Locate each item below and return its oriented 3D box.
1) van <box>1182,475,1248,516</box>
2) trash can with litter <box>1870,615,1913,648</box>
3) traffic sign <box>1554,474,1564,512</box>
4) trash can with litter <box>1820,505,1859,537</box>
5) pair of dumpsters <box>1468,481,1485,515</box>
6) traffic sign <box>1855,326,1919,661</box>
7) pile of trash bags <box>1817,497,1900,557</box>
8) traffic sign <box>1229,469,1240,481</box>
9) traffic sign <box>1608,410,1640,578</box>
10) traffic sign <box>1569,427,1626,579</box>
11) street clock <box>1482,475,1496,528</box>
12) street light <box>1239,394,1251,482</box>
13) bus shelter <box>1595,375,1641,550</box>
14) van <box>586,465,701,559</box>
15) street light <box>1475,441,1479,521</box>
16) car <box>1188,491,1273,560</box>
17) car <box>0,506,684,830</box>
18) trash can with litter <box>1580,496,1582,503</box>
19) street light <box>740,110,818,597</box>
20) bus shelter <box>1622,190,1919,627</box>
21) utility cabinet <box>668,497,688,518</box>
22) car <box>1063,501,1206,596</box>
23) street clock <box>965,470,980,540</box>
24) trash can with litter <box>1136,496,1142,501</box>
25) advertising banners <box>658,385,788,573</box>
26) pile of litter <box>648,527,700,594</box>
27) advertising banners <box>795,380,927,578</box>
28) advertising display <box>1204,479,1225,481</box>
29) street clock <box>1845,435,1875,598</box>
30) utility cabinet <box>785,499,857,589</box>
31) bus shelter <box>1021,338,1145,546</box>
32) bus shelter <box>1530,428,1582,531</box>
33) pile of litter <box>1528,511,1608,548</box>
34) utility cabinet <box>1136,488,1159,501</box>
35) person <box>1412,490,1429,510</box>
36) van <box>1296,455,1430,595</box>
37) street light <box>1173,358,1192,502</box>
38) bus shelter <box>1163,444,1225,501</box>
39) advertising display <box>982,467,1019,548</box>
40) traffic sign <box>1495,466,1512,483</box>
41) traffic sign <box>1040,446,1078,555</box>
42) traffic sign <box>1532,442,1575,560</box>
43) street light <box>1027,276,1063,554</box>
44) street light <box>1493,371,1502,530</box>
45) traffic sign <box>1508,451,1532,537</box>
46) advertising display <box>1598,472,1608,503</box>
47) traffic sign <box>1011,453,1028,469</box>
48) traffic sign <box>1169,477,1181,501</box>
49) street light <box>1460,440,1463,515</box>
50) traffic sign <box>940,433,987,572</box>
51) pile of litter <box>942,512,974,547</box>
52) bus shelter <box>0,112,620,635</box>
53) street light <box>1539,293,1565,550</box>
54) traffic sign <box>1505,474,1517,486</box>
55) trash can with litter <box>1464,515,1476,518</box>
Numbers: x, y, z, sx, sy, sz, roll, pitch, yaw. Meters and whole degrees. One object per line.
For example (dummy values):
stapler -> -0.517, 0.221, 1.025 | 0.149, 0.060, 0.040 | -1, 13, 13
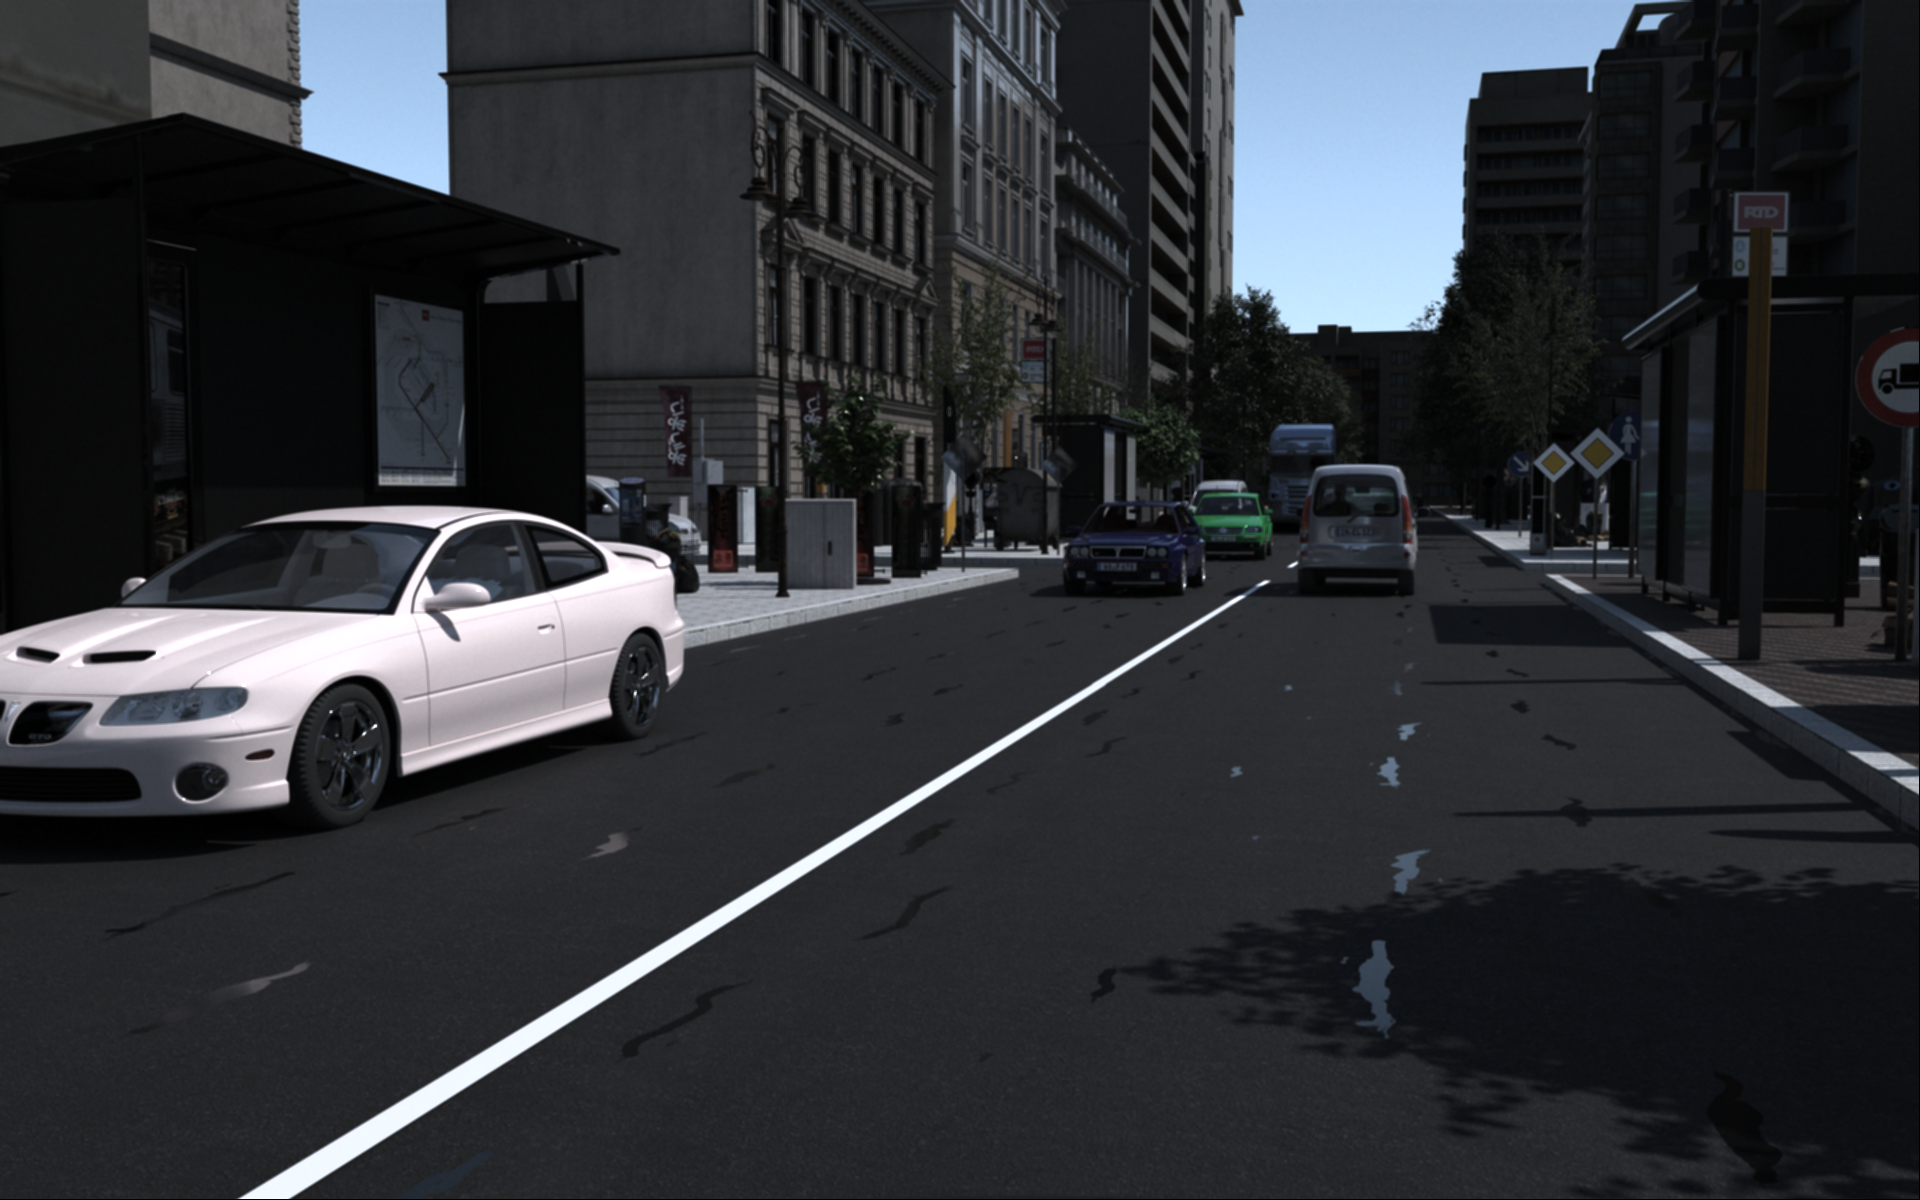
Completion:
van -> 7.578, -2.672, 50.705 | 2.013, 2.044, 4.112 | 1, 4, 15
trash can with litter -> 8.146, -0.180, 14.327 | 1.055, 1.170, 0.624 | 3, 5, 39
traffic sign -> 19.682, -3.504, 57.403 | 0.768, 2.556, 0.104 | 1, 4, 22
trash can with litter -> 12.516, -0.826, 24.890 | 0.624, 1.170, 1.055 | 1, 4, 19
pair of dumpsters -> 31.424, -6.208, 103.996 | 1.574, 2.255, 4.437 | 1, 4, 14
traffic sign -> 7.245, -0.805, 13.263 | 0.768, 2.556, 0.104 | 1, 4, 18
pile of trash bags -> 19.295, -1.570, 35.426 | 3.447, 1.369, 1.912 | 2, 4, 24
traffic sign -> 12.970, -5.054, 82.735 | 0.768, 2.556, 0.104 | 1, 4, 22
traffic sign -> 10.233, -1.604, 26.324 | 0.768, 2.556, 0.104 | 1, 4, 16
traffic sign -> 9.534, -1.366, 25.970 | 0.795, 2.450, 0.064 | 1, 4, 14
street clock -> 19.994, -3.725, 65.476 | 0.471, 2.002, 0.358 | -1, 4, -15
street light -> 13.184, -6.581, 80.384 | 0.468, 5.910, 1.993 | 1, 4, 14
bus shelter -> 14.761, -2.796, 37.004 | 1.731, 3.624, 6.357 | 1, 4, 15
van -> -7.252, -1.693, 34.689 | 4.112, 2.044, 2.013 | 1, 4, 14
street light -> 24.970, -6.770, 83.474 | 0.468, 5.910, 1.993 | 1, 4, 14
car -> 6.112, -1.859, 39.190 | 1.959, 1.807, 4.718 | 1, 4, 13
car -> -3.098, 0.201, 9.076 | 2.083, 1.381, 4.827 | 1, 4, 16
trash can with litter -> 35.742, -5.378, 98.992 | 2.233, 1.210, 1.678 | -1, 4, -10
street light -> -2.210, -2.973, 21.403 | 0.468, 5.910, 1.993 | 1, 4, 14
bus shelter -> 9.268, -2.638, 20.759 | 2.179, 5.291, 8.768 | 1, 4, 14
utility cabinet -> -6.941, -1.926, 42.650 | 0.306, 1.237, 1.020 | 0, 4, 2
car -> 2.648, -0.810, 25.822 | 1.945, 1.354, 3.894 | 1, 4, 14
street clock -> 0.302, -2.708, 48.853 | 0.471, 2.002, 0.358 | 2, 4, 32
trash can with litter -> 7.205, -3.793, 73.072 | 1.678, 1.210, 2.233 | 1, 4, 11
advertising banners -> -3.832, -1.954, 28.139 | 2.074, 3.025, 0.090 | -1, 4, -12
pile of litter -> -4.024, -0.505, 22.225 | 1.176, 0.858, 1.719 | 3, 4, 36
advertising banners -> -1.533, -1.862, 26.624 | 2.074, 3.025, 0.090 | 1, 4, 11
advertising display -> 10.520, -4.080, 71.930 | 0.974, 1.923, 0.123 | 0, 4, -6
street clock -> 11.022, -1.032, 21.441 | 0.471, 2.002, 0.358 | -1, 4, -12
utility cabinet -> -1.929, -0.754, 23.492 | 1.020, 1.237, 0.306 | 0, 4, 7
bus shelter -> 3.287, -4.246, 47.055 | 2.179, 5.291, 8.768 | 1, 4, 15
bus shelter -> 21.726, -4.430, 63.713 | 1.731, 3.624, 6.357 | 1, 4, 14
pile of litter -> 14.687, -1.732, 42.280 | 1.176, 0.858, 1.719 | -1, 4, -19
utility cabinet -> 6.574, -3.292, 62.500 | 1.173, 1.500, 0.318 | 1, 4, 23
person -> 33.453, -7.133, 125.855 | 1.217, 1.736, 0.721 | 0, 4, -4
van -> 6.037, -1.167, 26.097 | 2.013, 2.044, 4.112 | 1, 4, 15
street light -> 7.558, -5.264, 58.858 | 0.468, 5.910, 1.993 | 1, 4, 14
bus shelter -> 9.097, -4.534, 68.049 | 2.014, 3.302, 5.546 | 1, 4, 14
advertising display -> 0.993, -2.224, 41.572 | 0.974, 1.923, 0.123 | 2, 4, 29
traffic sign -> 24.989, -4.868, 79.696 | 0.768, 2.556, 0.104 | 2, 4, 23
traffic sign -> 2.058, -1.989, 36.167 | 0.795, 2.450, 0.064 | 1, 4, 14
traffic sign -> 11.536, -1.838, 33.701 | 0.795, 2.450, 0.064 | 1, 4, 14
street light -> 1.815, -3.917, 36.830 | 0.468, 5.910, 1.993 | 1, 4, 14
street light -> 19.294, -5.454, 61.961 | 0.468, 5.910, 1.993 | 1, 4, 14
traffic sign -> 16.669, -3.142, 51.481 | 0.768, 2.556, 0.104 | 1, 4, 23
advertising display -> 18.856, -2.797, 50.939 | 0.123, 1.923, 0.974 | 2, 4, 34
traffic sign -> 1.377, -2.483, 42.726 | 0.606, 2.300, 0.079 | 1, 4, 15
traffic sign -> 7.855, -3.965, 64.826 | 0.884, 2.594, 0.081 | 1, 4, 22
street light -> 30.508, -8.100, 105.229 | 0.468, 5.910, 1.993 | 1, 4, 14
traffic sign -> 0.057, -1.516, 28.436 | 0.795, 2.450, 0.064 | 1, 4, 14
pile of litter -> -0.190, -1.760, 42.747 | 1.176, 0.858, 1.719 | 1, 4, 12
bus shelter -> -4.849, -1.386, 13.937 | 1.731, 3.624, 6.357 | 1, 4, 14
street light -> 13.611, -4.108, 39.951 | 0.468, 5.910, 1.993 | 1, 4, 14
traffic sign -> 31.436, -6.048, 98.985 | 0.768, 2.556, 0.104 | 2, 4, 23
trash can with litter -> 28.302, -5.037, 93.413 | 1.678, 1.210, 2.233 | -3, 4, -38
